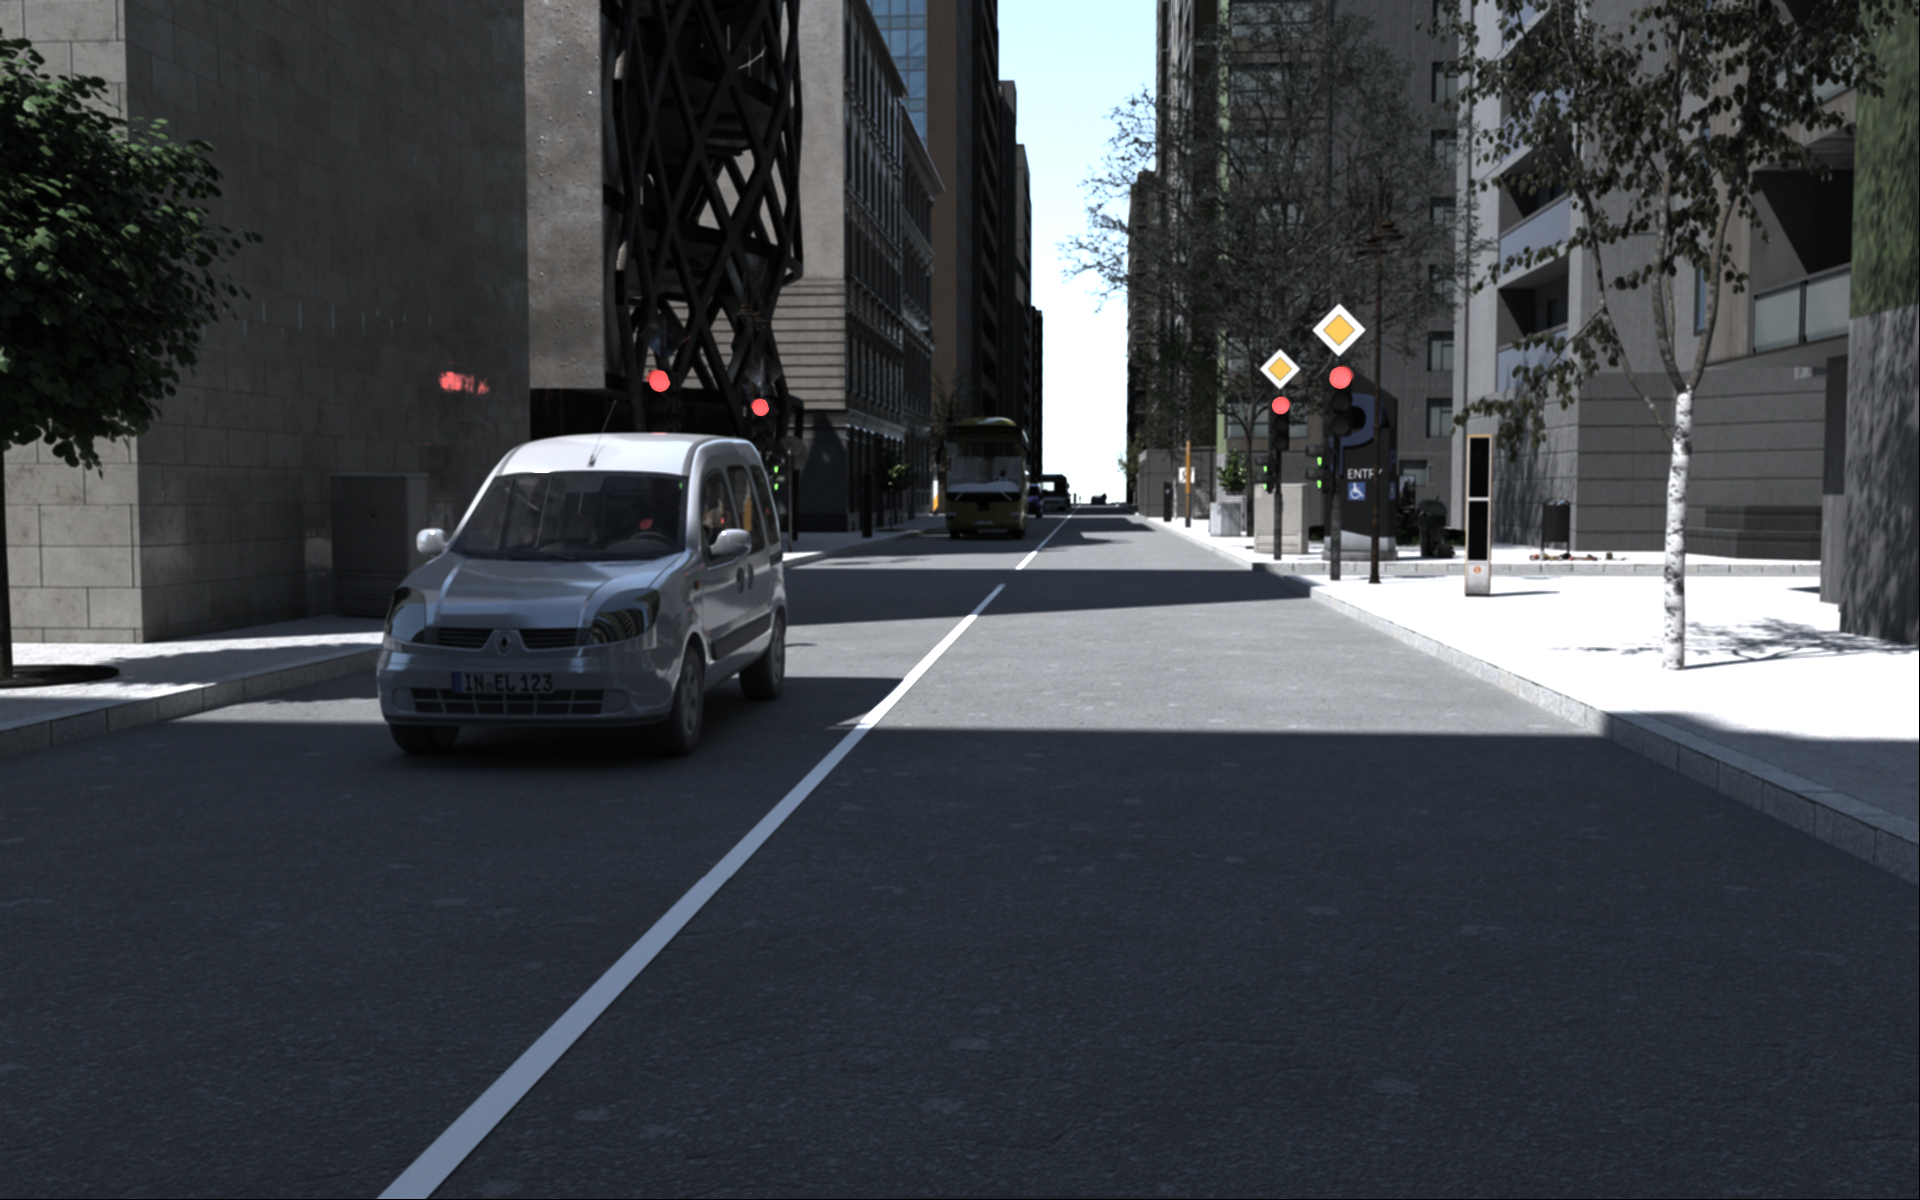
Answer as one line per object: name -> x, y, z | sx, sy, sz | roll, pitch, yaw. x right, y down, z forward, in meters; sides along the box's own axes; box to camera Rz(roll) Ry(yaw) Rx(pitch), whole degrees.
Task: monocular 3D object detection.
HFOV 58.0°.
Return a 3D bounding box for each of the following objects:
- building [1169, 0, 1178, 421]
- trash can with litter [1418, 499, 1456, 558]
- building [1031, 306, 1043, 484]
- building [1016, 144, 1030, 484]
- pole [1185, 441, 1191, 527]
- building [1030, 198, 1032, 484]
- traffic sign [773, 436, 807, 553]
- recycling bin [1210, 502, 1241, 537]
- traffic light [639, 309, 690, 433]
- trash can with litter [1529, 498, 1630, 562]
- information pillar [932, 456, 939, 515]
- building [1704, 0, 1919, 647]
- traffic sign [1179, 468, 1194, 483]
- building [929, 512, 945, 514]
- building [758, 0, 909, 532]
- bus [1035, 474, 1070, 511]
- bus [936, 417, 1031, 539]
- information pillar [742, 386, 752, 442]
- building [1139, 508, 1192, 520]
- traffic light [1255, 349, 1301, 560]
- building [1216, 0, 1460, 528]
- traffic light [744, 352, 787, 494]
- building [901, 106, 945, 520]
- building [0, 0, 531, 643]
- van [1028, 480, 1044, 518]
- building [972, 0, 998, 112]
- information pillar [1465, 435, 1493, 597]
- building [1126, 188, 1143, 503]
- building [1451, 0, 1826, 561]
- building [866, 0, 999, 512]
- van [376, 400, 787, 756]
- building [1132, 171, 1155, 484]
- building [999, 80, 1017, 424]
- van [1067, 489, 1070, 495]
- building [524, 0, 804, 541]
building -> 29.363, -32.803, 125.569 | 28.713, 52.752, 27.495 | 0, 4, 4
trash can with litter -> 9.753, -1.457, 35.203 | 0.624, 1.170, 1.055 | -1, 4, -12
building -> 5.341, -29.974, 261.773 | 14.160, 30.474, 14.107 | 0, 4, 4
building -> -1.778, -37.018, 228.937 | 21.300, 48.544, 21.600 | 0, 4, 4
pole -> 8.765, -4.442, 66.467 | 0.158, 3.312, 0.155 | 0, 3, 0
building -> 3.056, -36.499, 246.865 | 14.600, 45.320, 14.200 | 0, 4, 4
traffic sign -> -3.721, -2.313, 37.930 | 0.768, 2.556, 0.104 | 1, 4, 10
recycling bin -> 7.971, -2.413, 52.009 | 0.722, 1.027, 0.722 | -1, 4, -17
traffic light -> -4.477, -2.290, 26.359 | 0.839, 4.253, 0.868 | 0, 4, 4
trash can with litter -> 11.998, -1.380, 33.623 | 2.233, 1.210, 1.678 | 0, 4, -1
information pillar -> -1.480, -7.045, 106.546 | 0.183, 3.616, 0.504 | -3, 4, -37
building -> 15.296, -20.330, 15.987 | 14.154, 41.232, 14.086 | 0, 4, 4
traffic sign -> 8.772, -3.970, 67.035 | 0.606, 2.300, 0.079 | 1, 4, 8
building -> -6.553, -28.522, 116.450 | 14.600, 45.320, 14.200 | 0, 4, 4
building -> -7.761, -13.304, 66.677 | 9.793, 20.994, 18.267 | 0, 4, 4
bus -> 8.079, -9.659, 152.788 | 2.948, 3.499, 13.247 | 0, 4, 2
bus -> 1.019, -4.121, 58.928 | 2.896, 3.916, 12.252 | 0, 4, 3
information pillar -> -4.564, -2.813, 37.340 | 0.183, 3.616, 0.504 | -2, 4, -28
building -> 20.672, -40.241, 96.185 | 20.563, 71.187, 20.611 | 0, 4, 4
traffic light -> 6.160, -2.731, 33.580 | 0.839, 4.253, 0.868 | 0, 4, 4
building -> 17.775, -23.752, 71.945 | 14.154, 41.232, 14.086 | 0, 4, 4
traffic light -> -3.874, -2.777, 34.321 | 0.839, 4.253, 0.868 | 0, 4, 4
building -> -7.381, -15.312, 86.506 | 11.583, 22.565, 21.152 | 0, 4, 4
building -> -14.995, -10.110, 20.047 | 16.860, 20.320, 10.420 | 0, 4, 4
van -> 3.970, -6.113, 104.335 | 2.240, 2.365, 5.245 | 0, 4, 5
building -> -8.282, -31.235, 134.400 | 21.300, 48.544, 21.600 | 0, 4, 4
information pillar -> 6.498, -1.052, 21.688 | 0.304, 2.012, 0.304 | 1, 4, 19
building -> 35.507, -38.626, 255.232 | 21.300, 48.544, 21.600 | 0, 4, 4
building -> 28.034, -30.476, 40.288 | 28.212, 58.520, 21.231 | 0, 4, 4
building -> -3.858, -30.728, 152.520 | 14.600, 45.320, 14.200 | 0, 4, 4
van -> -2.185, -0.234, 10.838 | 2.013, 2.044, 4.112 | 0, 4, 4
building -> 34.184, -35.179, 229.802 | 22.147, 44.769, 28.867 | 0, 4, 4
building -> -1.875, -29.545, 166.652 | 14.154, 41.232, 14.086 | 0, 4, 4
van -> 12.231, -12.473, 208.321 | 2.240, 2.365, 5.245 | 0, 4, 6
building -> -12.676, -10.796, 43.960 | 16.820, 18.784, 16.811 | 0, 4, 4
